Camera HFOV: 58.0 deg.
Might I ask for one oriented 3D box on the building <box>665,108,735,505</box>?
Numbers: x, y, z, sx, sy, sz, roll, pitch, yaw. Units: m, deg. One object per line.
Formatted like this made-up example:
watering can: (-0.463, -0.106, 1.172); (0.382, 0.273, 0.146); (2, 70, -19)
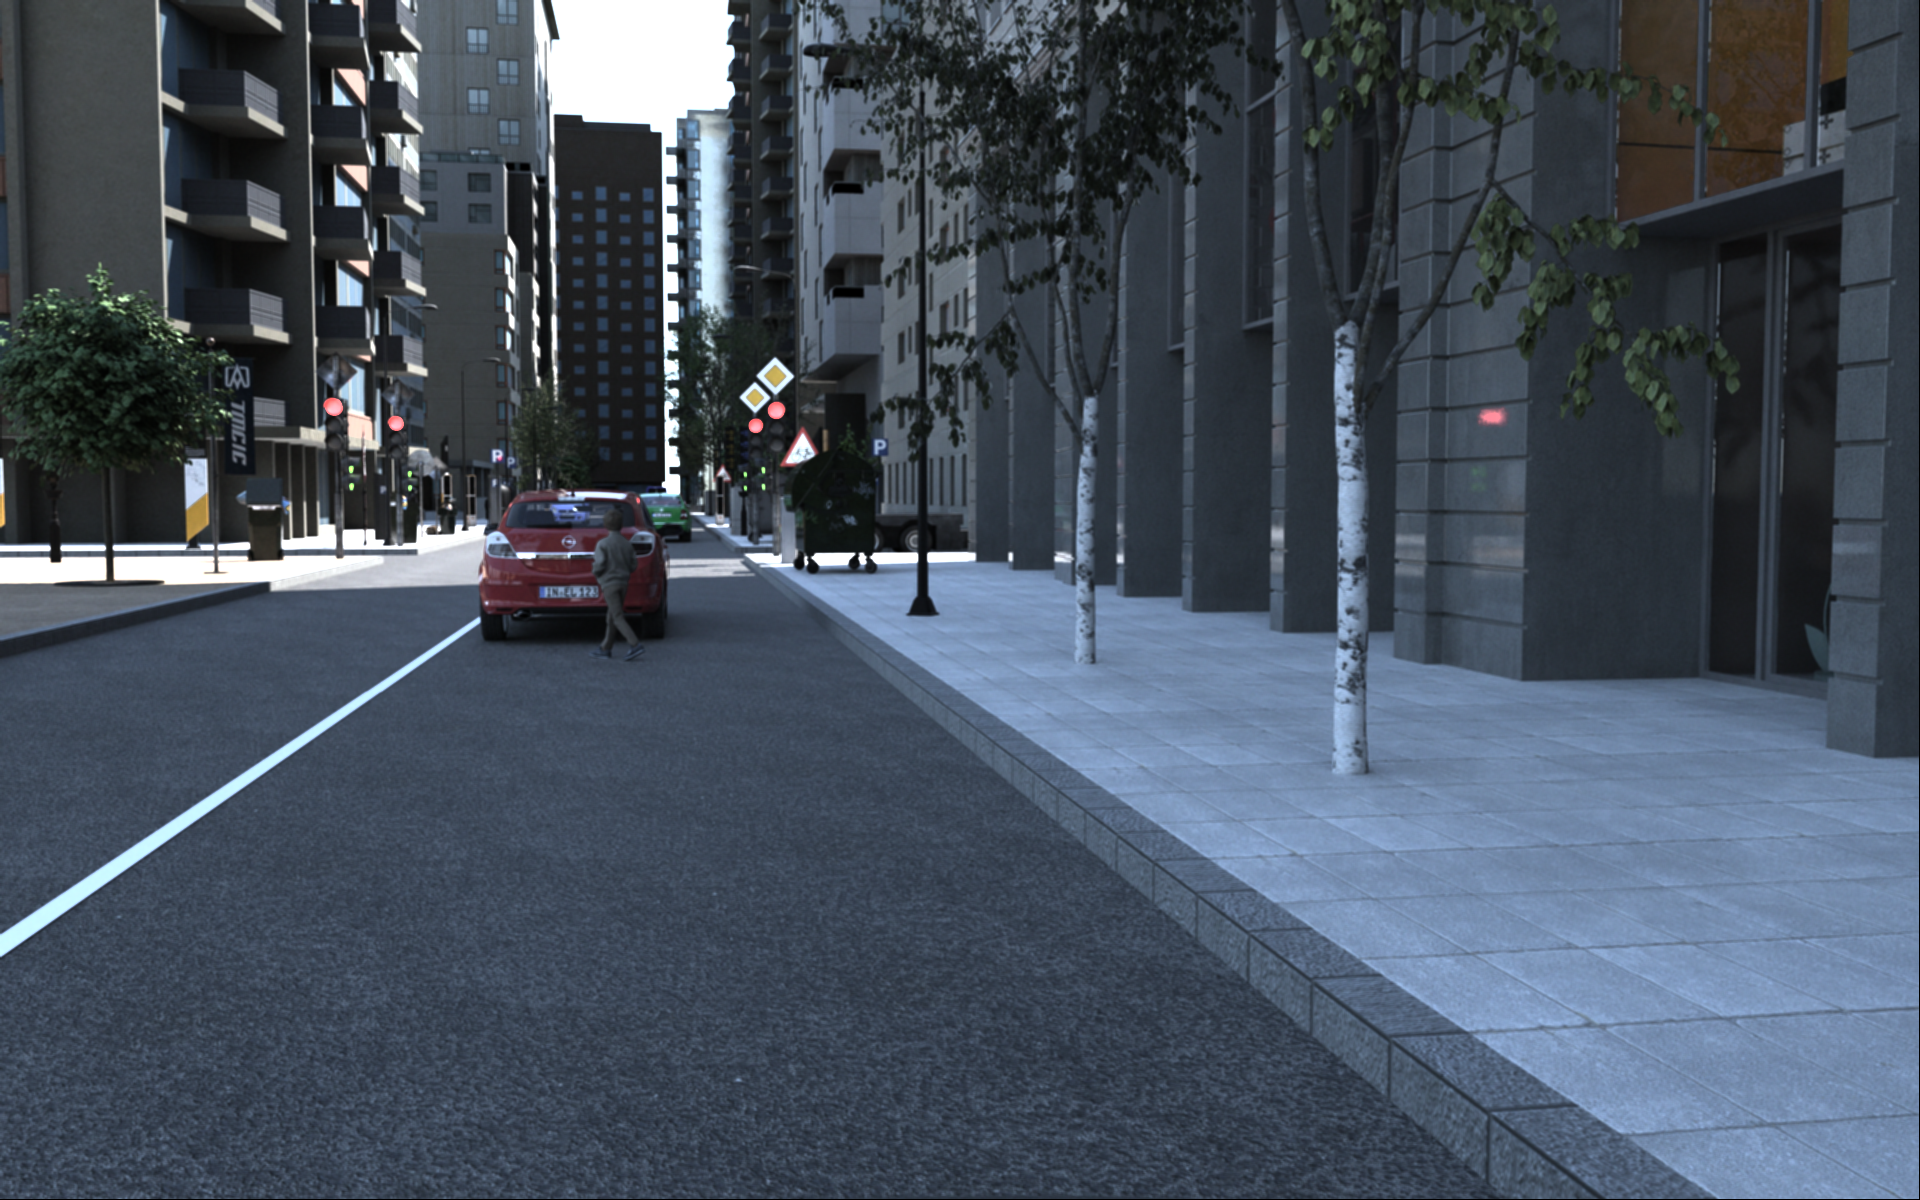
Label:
building: (-21.149, -36.476, 215.983); (30.456, 49.044, 23.786); (-1, 4, -10)

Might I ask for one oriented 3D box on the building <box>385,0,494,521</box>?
building: (-41.196, -24.251, 88.390); (32.217, 40.220, 23.993); (-1, 4, -10)

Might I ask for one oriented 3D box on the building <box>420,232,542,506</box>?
building: (-46.110, -17.276, 127.499); (27.650, 21.520, 28.899); (-1, 4, -10)

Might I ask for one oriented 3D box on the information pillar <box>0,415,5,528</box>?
information pillar: (-22.572, -2.995, 40.319); (0.504, 3.616, 0.183); (-1, 4, -20)

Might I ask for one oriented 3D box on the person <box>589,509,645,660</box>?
person: (-2.993, -0.135, 14.972); (0.640, 1.303, 0.475); (2, 4, 25)

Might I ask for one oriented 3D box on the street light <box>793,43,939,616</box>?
street light: (-0.929, -2.787, 18.113); (1.470, 5.913, 1.316); (-1, 4, -10)

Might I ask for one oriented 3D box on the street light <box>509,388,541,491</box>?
street light: (-19.319, -6.322, 75.913); (1.470, 5.913, 1.316); (-1, 4, -10)

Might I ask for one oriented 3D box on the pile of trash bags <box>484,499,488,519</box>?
pile of trash bags: (-23.167, -4.781, 87.921); (1.912, 1.369, 3.447); (-2, 4, -23)

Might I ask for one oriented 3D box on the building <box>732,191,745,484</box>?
building: (-14.433, -23.979, 163.756); (14.160, 30.474, 14.107); (-1, 4, -10)

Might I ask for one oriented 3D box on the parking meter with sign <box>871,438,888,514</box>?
parking meter with sign: (-2.827, -3.599, 55.111); (0.543, 3.016, 1.738); (-1, 4, -22)

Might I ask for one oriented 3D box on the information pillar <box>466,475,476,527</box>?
information pillar: (-19.186, -3.878, 67.895); (0.304, 2.012, 0.304); (-3, 5, -43)

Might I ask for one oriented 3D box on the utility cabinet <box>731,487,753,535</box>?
utility cabinet: (-6.578, -2.784, 54.193); (1.173, 1.500, 0.318); (-2, 4, -31)

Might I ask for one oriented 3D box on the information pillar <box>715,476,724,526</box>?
information pillar: (-9.742, -4.019, 70.207); (0.304, 2.012, 0.304); (-1, 4, -17)

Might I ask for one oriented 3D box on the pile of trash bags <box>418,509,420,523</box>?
pile of trash bags: (-26.001, -4.159, 77.745); (3.447, 1.369, 1.912); (-1, 4, -20)

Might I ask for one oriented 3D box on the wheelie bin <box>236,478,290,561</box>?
wheelie bin: (-13.432, -1.561, 33.427); (0.980, 1.594, 0.693); (-1, 4, -17)

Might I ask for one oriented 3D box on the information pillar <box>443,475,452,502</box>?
information pillar: (-19.374, -3.730, 65.480); (0.304, 2.012, 0.304); (-1, 4, -14)

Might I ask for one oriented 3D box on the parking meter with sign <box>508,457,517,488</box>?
parking meter with sign: (-20.848, -5.108, 79.769); (0.543, 3.016, 1.738); (0, 4, -3)

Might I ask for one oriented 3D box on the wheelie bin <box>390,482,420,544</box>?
wheelie bin: (-14.396, -2.260, 44.852); (0.693, 1.594, 0.980); (-3, 4, -37)

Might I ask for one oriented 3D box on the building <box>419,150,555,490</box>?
building: (-42.825, -23.111, 149.559); (14.160, 30.474, 14.107); (-1, 4, -10)

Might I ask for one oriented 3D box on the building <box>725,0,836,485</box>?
building: (-7.747, -29.816, 142.115); (22.147, 44.769, 28.867); (-1, 4, -10)

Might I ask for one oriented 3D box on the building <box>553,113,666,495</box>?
building: (-42.685, -34.115, 207.885); (14.200, 45.320, 14.600); (-1, 4, -10)

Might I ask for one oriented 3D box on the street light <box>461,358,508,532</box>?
street light: (-16.448, -5.310, 59.364); (1.470, 5.913, 1.316); (-1, 4, -10)

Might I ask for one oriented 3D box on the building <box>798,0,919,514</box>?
building: (4.844, -31.401, 102.648); (28.713, 52.752, 27.495); (-1, 4, -10)

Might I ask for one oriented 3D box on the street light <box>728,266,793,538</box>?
street light: (-3.918, -3.852, 35.528); (1.470, 5.913, 1.316); (-1, 4, -10)

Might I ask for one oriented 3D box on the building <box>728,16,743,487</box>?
building: (-15.009, -45.394, 180.439); (20.563, 71.187, 20.611); (-1, 4, -10)

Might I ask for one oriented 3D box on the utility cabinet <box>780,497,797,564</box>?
utility cabinet: (-3.163, -1.281, 32.101); (0.306, 1.237, 1.020); (0, 4, -5)

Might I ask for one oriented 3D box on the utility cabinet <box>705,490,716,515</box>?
utility cabinet: (-14.887, -5.783, 103.227); (0.318, 1.500, 1.173); (1, 4, 13)

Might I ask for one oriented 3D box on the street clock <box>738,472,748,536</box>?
street clock: (-6.649, -2.979, 53.270); (0.358, 2.002, 0.471); (0, 4, -7)

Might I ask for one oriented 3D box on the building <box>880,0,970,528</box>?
building: (13.256, -13.228, 61.319); (28.899, 21.520, 27.650); (-1, 4, -10)

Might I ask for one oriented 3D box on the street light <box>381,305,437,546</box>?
street light: (-13.523, -4.282, 42.556); (1.470, 5.913, 1.316); (-1, 4, -10)

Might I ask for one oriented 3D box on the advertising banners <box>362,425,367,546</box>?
advertising banners: (-14.868, -2.877, 43.226); (0.090, 3.025, 2.074); (-1, 4, -18)

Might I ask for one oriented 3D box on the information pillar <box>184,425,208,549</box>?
information pillar: (-17.819, -2.997, 40.354); (0.504, 3.616, 0.183); (-1, 4, -16)

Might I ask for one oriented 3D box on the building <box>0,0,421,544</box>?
building: (-29.785, -24.508, 55.333); (22.147, 44.769, 28.867); (-1, 4, -10)

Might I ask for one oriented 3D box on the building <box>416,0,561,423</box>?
building: (-53.796, -35.524, 170.058); (27.495, 52.752, 28.713); (-1, 4, -10)

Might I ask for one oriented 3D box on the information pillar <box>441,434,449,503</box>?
information pillar: (-20.141, -4.673, 67.758); (0.183, 3.616, 0.504); (0, 4, 8)

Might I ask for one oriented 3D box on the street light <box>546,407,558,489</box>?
street light: (-22.145, -7.334, 92.458); (1.470, 5.913, 1.316); (-1, 4, -10)

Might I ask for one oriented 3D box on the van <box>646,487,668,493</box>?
van: (-25.722, -8.718, 146.931); (2.240, 2.365, 5.245); (-1, 4, -11)

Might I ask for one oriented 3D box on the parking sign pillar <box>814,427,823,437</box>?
parking sign pillar: (-5.758, -5.007, 70.337); (1.447, 3.967, 1.447); (-2, 4, -27)

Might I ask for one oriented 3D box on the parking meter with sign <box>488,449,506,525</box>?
parking meter with sign: (-18.157, -4.368, 67.672); (0.543, 3.016, 1.738); (-1, 4, -21)

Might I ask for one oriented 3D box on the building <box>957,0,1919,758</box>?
building: (7.937, -14.768, 18.947); (11.434, 29.767, 29.804); (-1, 4, -10)

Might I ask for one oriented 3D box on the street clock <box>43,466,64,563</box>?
street clock: (-16.876, -1.694, 32.270); (0.358, 2.002, 0.471); (-2, 4, -26)
